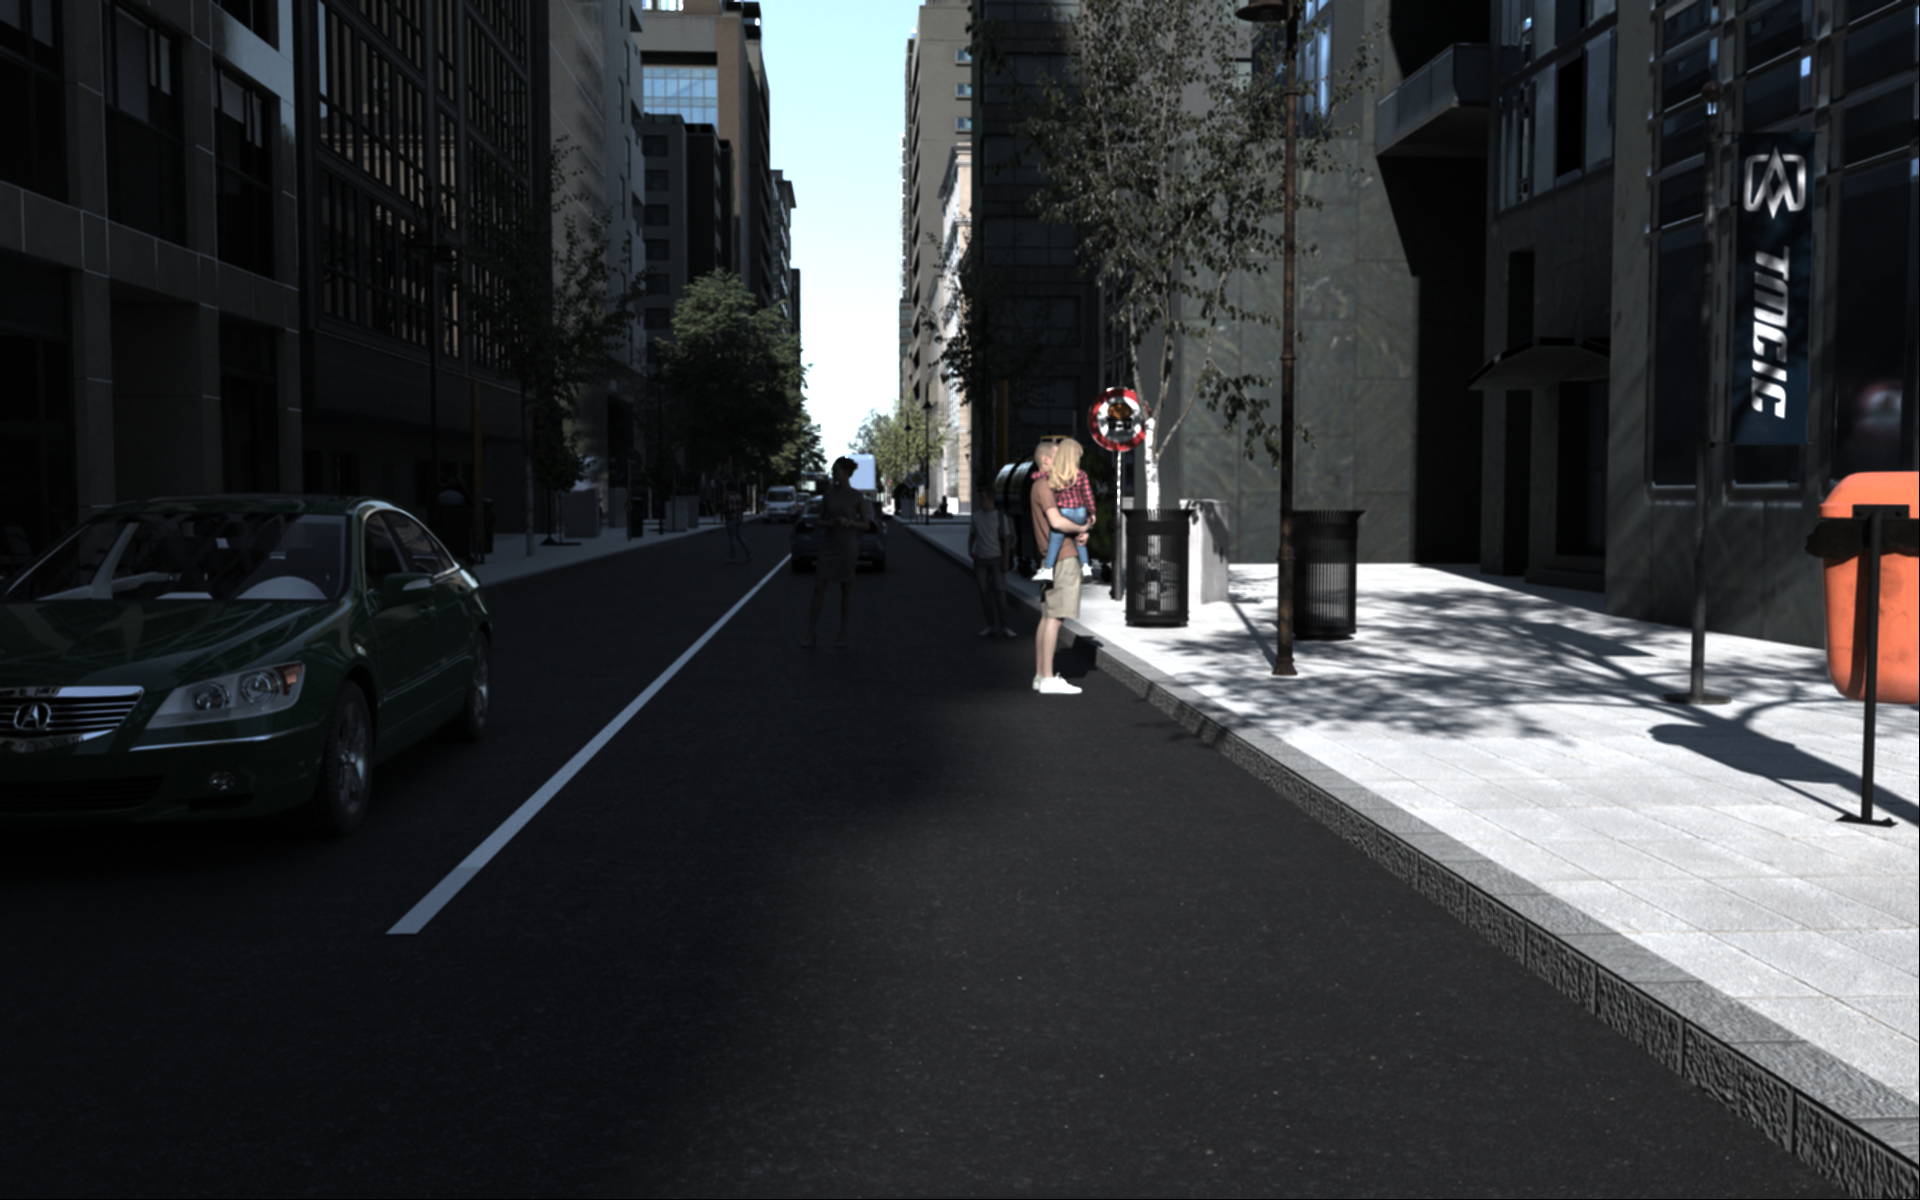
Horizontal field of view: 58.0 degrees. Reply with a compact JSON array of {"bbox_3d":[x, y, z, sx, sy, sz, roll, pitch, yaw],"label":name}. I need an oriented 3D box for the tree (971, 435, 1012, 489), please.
[{"bbox_3d":[0.840,-3.485,51.577,1.663,3.219,1.824,0,3,0],"label":"tree"}]

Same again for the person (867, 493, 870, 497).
[{"bbox_3d":[-5.255,-5.339,98.393,0.503,1.515,0.523,3,5,39],"label":"person"}]

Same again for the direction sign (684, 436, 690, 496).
[{"bbox_3d":[-10.626,-4.620,67.526,0.379,3.537,0.876,-1,4,-23],"label":"direction sign"}]

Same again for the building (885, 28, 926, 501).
[{"bbox_3d":[-1.557,-60.228,297.406,22.319,86.520,31.000,0,4,-4],"label":"building"}]

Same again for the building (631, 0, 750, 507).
[{"bbox_3d":[-26.831,-31.216,160.493,14.600,45.320,14.200,0,4,-4],"label":"building"}]

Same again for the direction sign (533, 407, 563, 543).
[{"bbox_3d":[-10.778,-3.265,45.381,0.379,3.537,0.876,3,5,44],"label":"direction sign"}]

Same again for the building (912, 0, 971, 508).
[{"bbox_3d":[6.348,-33.256,167.438,21.300,48.544,21.600,0,4,-4],"label":"building"}]

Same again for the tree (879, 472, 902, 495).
[{"bbox_3d":[-5.106,-8.642,135.902,1.663,3.219,1.824,0,3,0],"label":"tree"}]

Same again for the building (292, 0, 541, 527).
[{"bbox_3d":[-18.959,-15.063,39.782,14.314,27.812,24.014,0,4,-4],"label":"building"}]

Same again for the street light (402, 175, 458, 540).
[{"bbox_3d":[-7.775,-3.228,25.559,0.468,5.910,1.993,0,4,-4],"label":"street light"}]

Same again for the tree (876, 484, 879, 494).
[{"bbox_3d":[-9.173,-12.340,196.365,1.663,3.219,1.824,0,3,0],"label":"tree"}]

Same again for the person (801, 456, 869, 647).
[{"bbox_3d":[-1.170,-0.451,16.214,0.599,1.781,0.374,1,4,14],"label":"person"}]

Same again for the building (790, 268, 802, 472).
[{"bbox_3d":[-35.168,-37.985,304.651,14.154,41.232,14.086,0,4,-4],"label":"building"}]

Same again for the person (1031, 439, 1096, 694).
[{"bbox_3d":[0.716,-0.250,12.556,0.580,1.828,0.573,3,5,42],"label":"person"}]

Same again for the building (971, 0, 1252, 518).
[{"bbox_3d":[7.286,-23.088,61.083,14.154,41.232,14.086,0,4,-4],"label":"building"}]

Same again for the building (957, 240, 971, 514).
[{"bbox_3d":[5.654,-14.815,106.845,10.561,19.102,19.286,0,4,-4],"label":"building"}]

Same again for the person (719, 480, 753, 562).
[{"bbox_3d":[-4.734,-1.662,36.514,0.643,1.720,0.563,2,4,28],"label":"person"}]

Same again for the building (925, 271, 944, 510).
[{"bbox_3d":[2.297,-18.124,145.476,9.793,20.994,18.267,0,4,-4],"label":"building"}]

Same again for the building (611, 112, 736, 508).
[{"bbox_3d":[-24.986,-22.210,134.831,14.160,30.474,14.107,0,4,-4],"label":"building"}]

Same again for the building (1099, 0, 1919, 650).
[{"bbox_3d":[15.461,-43.553,24.772,22.319,86.520,31.000,0,4,-4],"label":"building"}]

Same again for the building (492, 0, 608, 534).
[{"bbox_3d":[-23.271,-14.818,60.305,19.932,24.808,12.078,0,4,-4],"label":"building"}]

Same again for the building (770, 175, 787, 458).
[{"bbox_3d":[-36.902,-38.810,254.152,23.786,49.044,30.456,0,4,-4],"label":"building"}]

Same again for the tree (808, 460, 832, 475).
[{"bbox_3d":[-25.092,-21.893,308.317,4.737,8.622,4.395,0,3,0],"label":"tree"}]

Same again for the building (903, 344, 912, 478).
[{"bbox_3d":[7.187,-22.577,214.175,27.650,21.520,28.899,0,4,-4],"label":"building"}]

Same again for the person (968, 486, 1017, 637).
[{"bbox_3d":[0.342,-0.389,17.460,0.503,1.515,0.523,-1,4,-10],"label":"person"}]

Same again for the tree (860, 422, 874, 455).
[{"bbox_3d":[-4.376,-11.026,130.637,4.737,8.622,4.395,0,3,0],"label":"tree"}]

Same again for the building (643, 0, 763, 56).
[{"bbox_3d":[-32.949,-54.485,203.497,22.319,86.520,31.000,0,4,-4],"label":"building"}]

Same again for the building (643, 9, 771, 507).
[{"bbox_3d":[-30.659,-33.927,178.404,21.300,48.544,21.600,0,4,-4],"label":"building"}]

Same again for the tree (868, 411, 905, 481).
[{"bbox_3d":[-5.803,-12.215,150.077,4.360,8.622,3.978,0,3,0],"label":"tree"}]

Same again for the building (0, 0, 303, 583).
[{"bbox_3d":[-19.522,-12.611,10.705,19.350,26.468,34.151,0,4,-4],"label":"building"}]

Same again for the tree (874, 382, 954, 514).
[{"bbox_3d":[-2.613,-9.967,113.328,4.737,8.622,4.395,0,3,0],"label":"tree"}]

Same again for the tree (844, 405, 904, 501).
[{"bbox_3d":[-11.174,-20.084,238.736,12.009,13.543,11.850,0,3,0],"label":"tree"}]

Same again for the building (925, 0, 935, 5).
[{"bbox_3d":[4.664,-45.841,187.749,20.563,71.187,20.611,0,4,-4],"label":"building"}]

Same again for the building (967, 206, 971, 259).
[{"bbox_3d":[12.749,-15.142,89.367,24.055,21.916,13.314,0,4,-4],"label":"building"}]

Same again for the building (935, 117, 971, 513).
[{"bbox_3d":[5.446,-20.816,126.241,13.634,28.700,20.117,0,4,-4],"label":"building"}]

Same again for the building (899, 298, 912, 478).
[{"bbox_3d":[-2.010,-29.573,255.220,14.160,30.474,14.107,0,4,-4],"label":"building"}]

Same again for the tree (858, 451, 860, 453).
[{"bbox_3d":[-8.052,-13.925,178.036,4.737,8.622,4.395,0,3,0],"label":"tree"}]

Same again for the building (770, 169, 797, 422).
[{"bbox_3d":[-41.294,-42.424,282.871,28.713,52.752,27.495,0,4,-4],"label":"building"}]

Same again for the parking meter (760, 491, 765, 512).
[{"bbox_3d":[-14.214,-7.121,124.836,0.372,1.533,0.369,0,3,0],"label":"parking meter"}]

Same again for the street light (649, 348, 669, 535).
[{"bbox_3d":[-9.491,-5.016,54.802,0.468,5.910,1.993,0,4,-4],"label":"street light"}]

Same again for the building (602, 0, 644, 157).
[{"bbox_3d":[-32.508,-31.047,96.858,28.713,52.752,27.495,0,4,-4],"label":"building"}]

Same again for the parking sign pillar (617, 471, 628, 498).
[{"bbox_3d":[-23.514,-8.000,119.270,1.447,3.967,1.447,0,4,6],"label":"parking sign pillar"}]
